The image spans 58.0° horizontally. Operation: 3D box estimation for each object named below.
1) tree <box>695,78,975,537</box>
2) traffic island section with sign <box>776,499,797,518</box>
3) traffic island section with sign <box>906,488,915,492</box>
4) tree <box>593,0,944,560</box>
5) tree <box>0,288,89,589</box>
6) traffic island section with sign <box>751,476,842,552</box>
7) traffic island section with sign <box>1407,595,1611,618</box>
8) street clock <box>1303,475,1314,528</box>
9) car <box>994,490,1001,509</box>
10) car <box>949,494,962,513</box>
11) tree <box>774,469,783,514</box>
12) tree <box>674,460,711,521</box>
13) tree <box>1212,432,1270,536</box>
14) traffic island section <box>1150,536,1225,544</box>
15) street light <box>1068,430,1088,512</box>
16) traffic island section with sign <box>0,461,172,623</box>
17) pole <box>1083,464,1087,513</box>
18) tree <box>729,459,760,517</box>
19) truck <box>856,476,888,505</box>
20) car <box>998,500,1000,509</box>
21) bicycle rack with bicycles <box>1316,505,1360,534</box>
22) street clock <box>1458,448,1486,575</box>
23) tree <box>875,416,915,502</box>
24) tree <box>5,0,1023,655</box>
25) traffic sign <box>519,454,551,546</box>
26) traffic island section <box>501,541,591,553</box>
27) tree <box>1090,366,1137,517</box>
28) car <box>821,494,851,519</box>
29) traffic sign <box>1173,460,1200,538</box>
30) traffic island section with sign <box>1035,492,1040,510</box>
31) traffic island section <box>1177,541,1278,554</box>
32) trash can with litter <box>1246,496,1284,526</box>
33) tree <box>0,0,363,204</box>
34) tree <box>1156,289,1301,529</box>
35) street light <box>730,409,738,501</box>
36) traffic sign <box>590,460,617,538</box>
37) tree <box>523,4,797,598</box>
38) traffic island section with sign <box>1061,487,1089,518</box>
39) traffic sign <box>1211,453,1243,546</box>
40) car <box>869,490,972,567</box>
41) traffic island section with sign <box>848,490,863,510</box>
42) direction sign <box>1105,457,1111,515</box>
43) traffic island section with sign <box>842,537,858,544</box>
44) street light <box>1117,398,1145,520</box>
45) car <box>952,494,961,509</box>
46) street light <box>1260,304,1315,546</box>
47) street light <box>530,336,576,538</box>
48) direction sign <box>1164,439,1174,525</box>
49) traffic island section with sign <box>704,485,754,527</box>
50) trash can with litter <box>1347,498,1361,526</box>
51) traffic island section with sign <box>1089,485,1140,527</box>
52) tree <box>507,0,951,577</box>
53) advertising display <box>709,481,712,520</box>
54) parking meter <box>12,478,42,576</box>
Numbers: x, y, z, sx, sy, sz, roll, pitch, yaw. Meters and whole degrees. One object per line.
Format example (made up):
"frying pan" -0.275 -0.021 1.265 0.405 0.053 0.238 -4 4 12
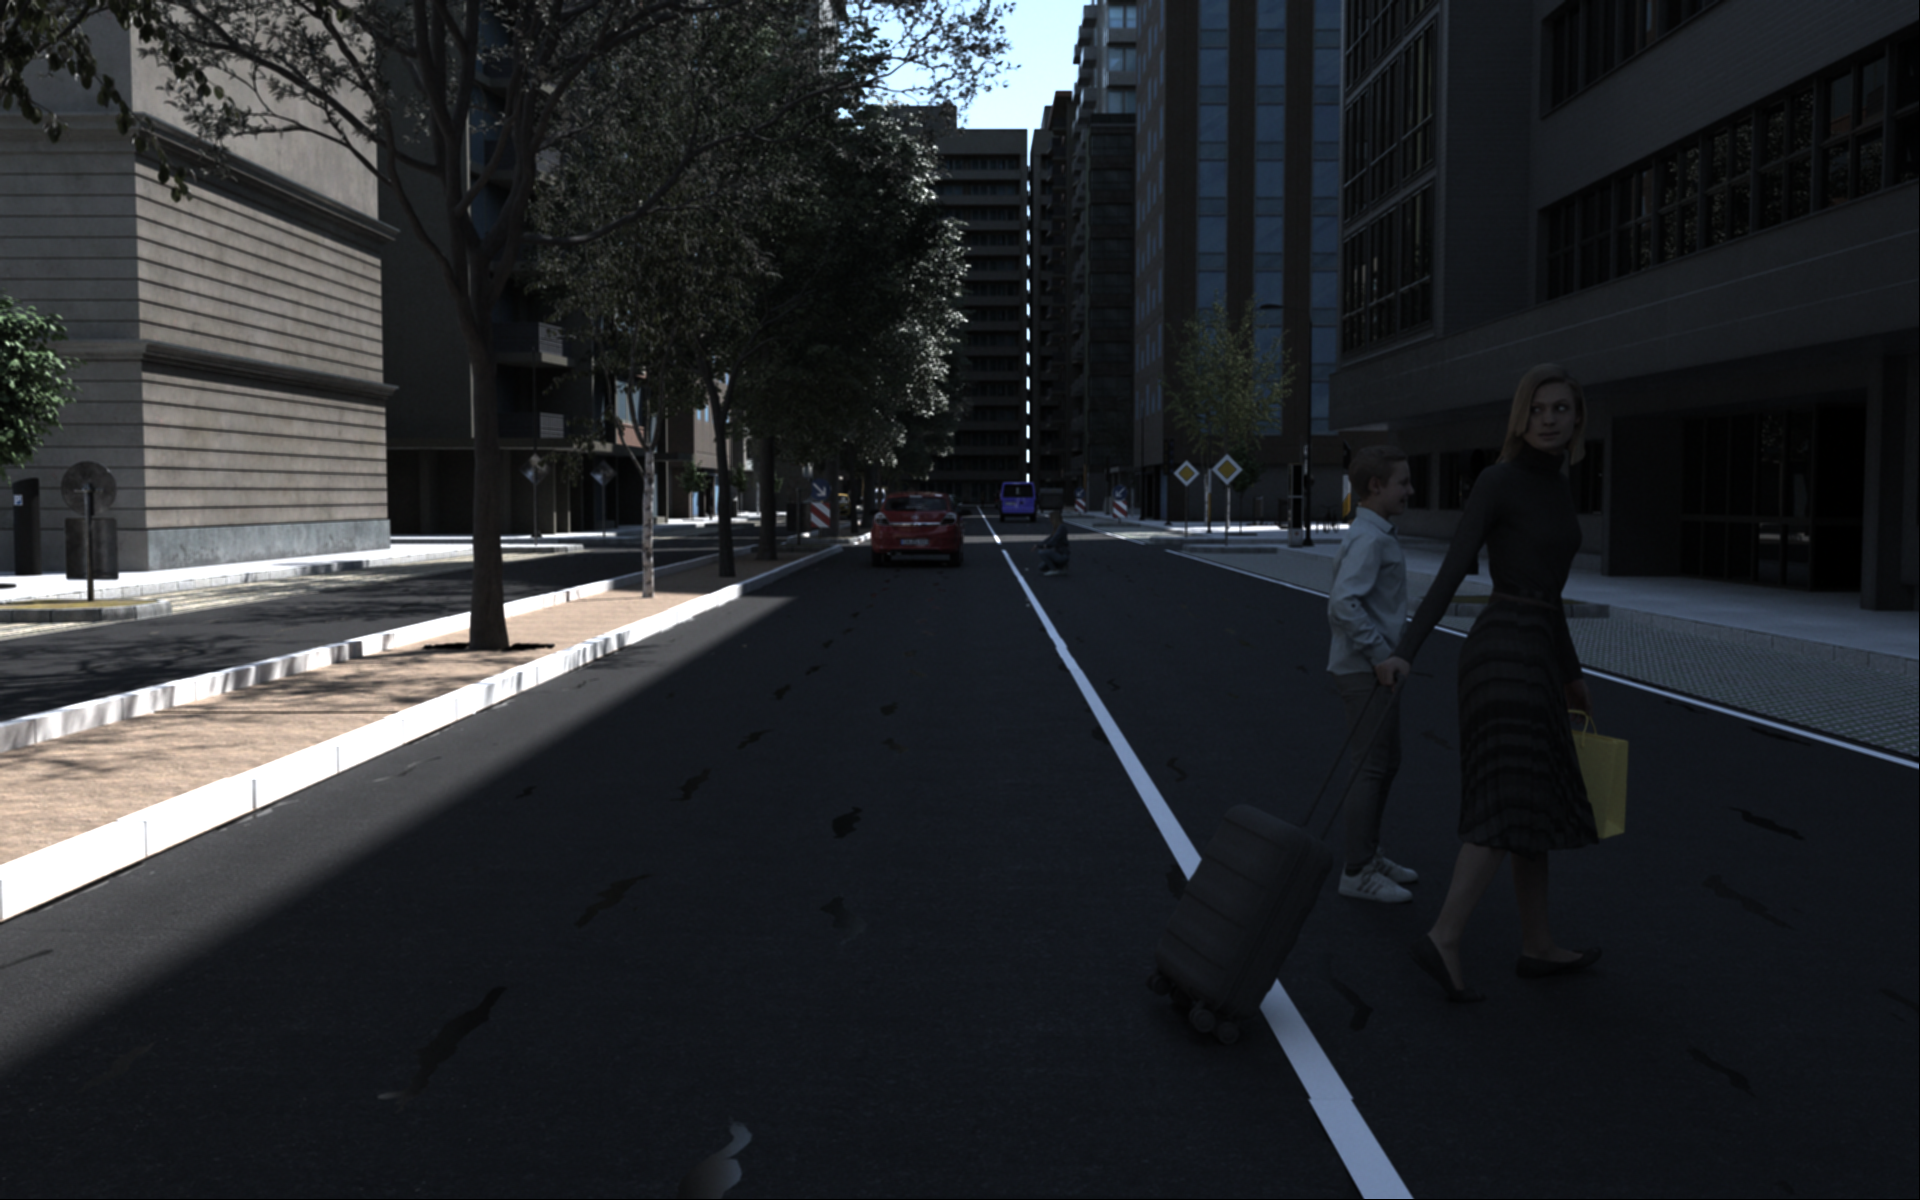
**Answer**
"tree" -4.088 -8.867 54.089 9.857 13.997 8.962 0 3 0
"traffic island section with sign" -9.853 -5.756 102.738 1.989 1.847 2.006 0 4 0
"traffic island section with sign" -3.598 -7.190 125.685 2.006 1.907 1.989 0 4 0
"tree" -4.256 -7.145 37.402 7.486 12.596 7.792 0 3 0
"tree" -13.579 -2.431 23.465 4.285 4.588 4.351 0 3 0
"traffic island section with sign" -4.084 -2.141 43.140 2.006 1.907 1.989 0 4 0
"traffic island section with sign" 6.488 -0.746 20.832 1.989 1.847 2.006 0 4 0
"street clock" 13.105 -3.715 65.306 0.358 2.002 0.471 -2 4 -33
"car" 4.477 -9.965 171.597 2.281 1.827 5.304 0 4 1
"car" -0.954 -4.363 83.132 2.131 1.459 4.920 0 4 0
"tree" -12.188 -7.226 112.751 1.663 3.219 1.824 0 3 0
"tree" -12.801 -5.410 83.058 1.663 3.219 1.824 0 3 0
"tree" 8.634 -3.634 54.016 1.663 3.219 1.824 0 3 0
"traffic island section" 6.653 -1.746 50.824 2.009 0.180 2.903 0 4 0
"street light" 8.552 -9.365 125.664 1.470 5.913 1.316 0 4 0
"traffic island section with sign" -10.344 -0.698 20.048 1.989 1.847 2.006 0 4 0
"pole" 8.569 -7.628 118.560 0.158 3.312 0.155 0 3 0
"tree" -12.210 -6.202 95.998 1.663 3.219 1.824 0 3 0
"truck" -6.725 -9.050 143.889 3.469 3.379 9.791 0 4 0
"car" 4.533 -9.207 162.332 2.131 1.459 4.920 0 4 -2
"bicycle rack with bicycles" 12.871 -2.652 56.745 2.852 0.926 2.925 1 4 20
"street clock" 8.133 -1.405 27.547 0.471 2.002 0.358 -3 5 -42
"tree" -3.936 -7.781 80.032 4.737 8.622 4.395 0 3 0
"tree" -4.311 -6.274 15.406 12.009 13.543 11.850 0 3 0
"traffic sign" -10.511 -2.400 42.882 0.795 2.450 0.064 0 4 0
"traffic island section" -10.535 -1.264 42.944 2.009 0.180 2.903 0 4 0
"tree" 9.619 -9.070 98.663 4.360 8.622 3.978 0 3 0
"car" -7.213 -5.619 102.094 2.015 1.641 3.980 0 4 -1
"traffic sign" 6.629 -2.881 50.747 0.795 2.450 0.064 0 4 0
"traffic island section with sign" 7.430 -10.486 180.081 1.989 1.847 2.006 0 4 0
"traffic island section" 6.606 -1.257 42.839 2.009 0.180 2.903 0 4 0
"trash can with litter" 12.473 -3.632 70.448 2.233 1.210 1.678 -3 4 -38
"tree" -4.291 -3.331 7.285 4.360 8.622 3.978 0 3 0
"tree" 9.999 -6.884 62.922 4.737 8.622 4.395 0 3 0
"street light" -11.730 -7.342 92.582 1.470 5.913 1.316 0 4 0
"traffic sign" -10.464 -2.888 50.867 0.795 2.450 0.064 0 4 0
"tree" -4.306 -4.343 23.824 4.360 8.622 3.978 0 3 0
"traffic island section with sign" 6.958 -5.749 102.618 1.989 1.847 2.006 0 4 0
"traffic sign" 6.582 -2.393 42.762 0.795 2.450 0.064 0 4 0
"car" -0.837 -1.626 35.633 2.155 1.783 4.494 0 4 1
"traffic island section with sign" -9.569 -8.856 153.429 1.989 1.847 2.006 0 4 0
"direction sign" 9.153 -7.046 107.196 0.379 3.537 0.876 1 4 18
"traffic island section with sign" -4.031 -2.594 50.547 2.006 1.907 1.989 0 4 0
"street light" 8.337 -6.834 84.273 1.470 5.913 1.316 0 4 0
"car" -0.973 -9.522 167.486 2.131 1.459 4.920 0 4 1
"street light" 8.011 -4.273 42.401 1.470 5.913 1.316 0 4 0
"street light" -11.939 -4.790 50.860 1.470 5.913 1.316 0 4 0
"direction sign" 8.597 -4.855 71.379 0.379 3.537 0.876 -1 4 -20
"traffic island section with sign" -10.019 -4.092 75.530 1.989 1.847 2.006 0 4 0
"trash can with litter" 16.055 -3.583 69.967 0.624 1.170 1.055 -2 4 -29
"traffic island section with sign" 6.813 -4.100 75.663 1.989 1.847 2.006 0 4 0
"tree" -3.981 -5.686 29.832 8.767 10.594 7.601 0 4 0
"advertising display" -12.520 -5.003 87.010 0.123 1.923 0.974 0 4 -6
"parking meter" -14.726 -1.158 27.338 0.372 1.533 0.369 0 3 0
